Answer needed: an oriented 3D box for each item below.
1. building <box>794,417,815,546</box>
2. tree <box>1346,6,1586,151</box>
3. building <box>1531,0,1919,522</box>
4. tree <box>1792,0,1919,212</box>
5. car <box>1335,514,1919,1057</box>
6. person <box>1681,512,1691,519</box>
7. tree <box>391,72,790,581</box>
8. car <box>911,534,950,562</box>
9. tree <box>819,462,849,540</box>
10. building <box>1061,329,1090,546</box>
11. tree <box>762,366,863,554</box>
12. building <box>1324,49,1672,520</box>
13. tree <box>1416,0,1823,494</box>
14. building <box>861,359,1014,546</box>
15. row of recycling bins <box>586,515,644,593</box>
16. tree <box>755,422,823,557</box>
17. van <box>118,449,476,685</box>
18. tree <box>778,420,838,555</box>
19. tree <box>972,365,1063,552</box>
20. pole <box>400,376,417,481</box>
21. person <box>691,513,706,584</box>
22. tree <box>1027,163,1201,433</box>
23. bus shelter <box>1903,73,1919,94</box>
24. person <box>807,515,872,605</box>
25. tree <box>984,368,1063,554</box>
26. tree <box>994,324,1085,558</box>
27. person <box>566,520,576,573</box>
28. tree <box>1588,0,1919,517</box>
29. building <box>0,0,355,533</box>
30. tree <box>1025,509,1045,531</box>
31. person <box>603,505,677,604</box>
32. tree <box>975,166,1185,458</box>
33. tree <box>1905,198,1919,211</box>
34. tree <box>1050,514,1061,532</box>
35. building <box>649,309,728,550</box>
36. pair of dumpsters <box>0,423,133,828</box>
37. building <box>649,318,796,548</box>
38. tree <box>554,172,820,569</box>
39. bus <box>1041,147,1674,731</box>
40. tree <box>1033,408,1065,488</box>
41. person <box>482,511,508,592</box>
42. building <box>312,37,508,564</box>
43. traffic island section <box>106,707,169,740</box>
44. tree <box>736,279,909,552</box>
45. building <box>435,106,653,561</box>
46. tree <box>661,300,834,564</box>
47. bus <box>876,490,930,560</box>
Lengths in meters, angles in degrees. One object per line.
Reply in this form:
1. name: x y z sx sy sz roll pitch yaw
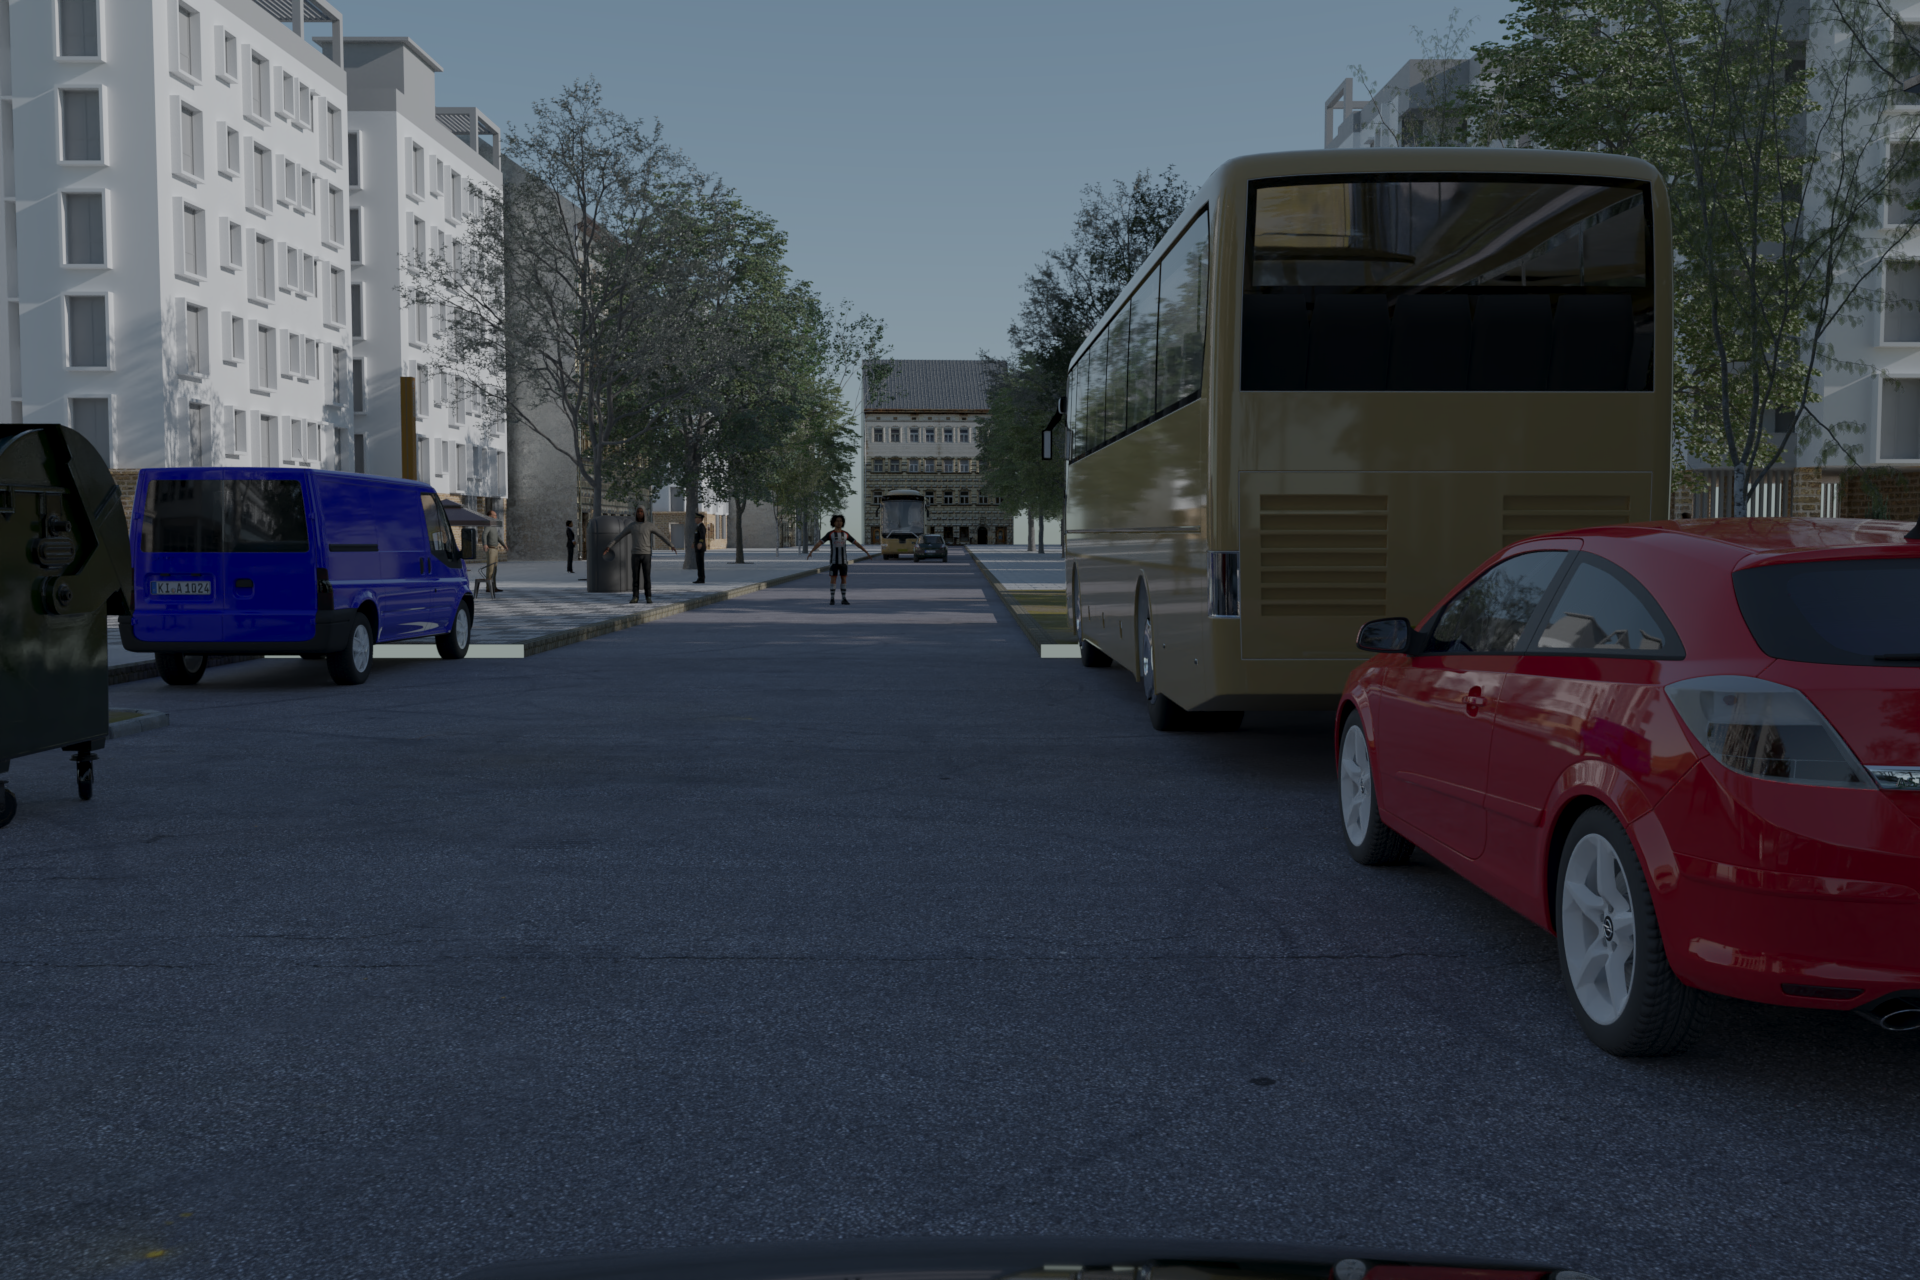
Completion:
1. building: -25.966 -21.976 190.229 19.493 23.208 18.063 0 4 0
2. tree: 7.315 -4.571 25.100 4.360 8.622 3.978 0 3 0
3. building: 23.710 -12.142 54.949 16.016 20.090 11.380 0 4 0
4. tree: 8.557 -3.756 11.781 4.360 8.622 3.978 0 3 0
5. car: 2.619 0.171 6.244 2.155 1.783 4.494 0 4 -1
6. person: 17.531 -2.186 41.922 1.347 1.806 0.705 -1 4 -19
7. tree: -10.026 -8.369 47.202 12.009 13.543 11.850 0 3 0
8. car: -1.497 -4.830 88.761 2.009 1.686 4.222 0 3 0
9. tree: -17.319 -17.297 217.212 7.601 10.594 8.767 0 4 -8
10. building: 24.724 -21.035 187.902 27.936 21.610 32.646 0 4 -1
11. tree: -10.066 -11.972 113.871 7.486 12.596 7.792 0 3 0
12. building: 20.630 -13.270 73.390 16.016 20.090 11.380 0 3 0
13. tree: 11.960 -6.983 32.301 7.486 12.596 7.792 0 3 0
14. building: -3.188 -23.457 216.912 18.063 23.208 19.493 0 4 -4
15. row of recycling bins: -7.730 -1.979 39.473 1.069 1.692 3.534 0 4 1
16. tree: -10.075 -8.965 96.935 4.737 8.622 4.395 0 3 0
17. van: -6.623 -0.840 18.111 2.240 2.365 5.245 0 3 0
18. tree: -9.904 -9.526 106.111 4.360 8.622 3.978 0 3 0
19. tree: 5.282 -13.455 126.636 9.857 13.997 8.962 0 3 0
20. pole: -7.159 -1.755 22.545 0.158 3.312 0.155 0 3 0
21. person: -6.768 -2.383 44.905 0.705 1.837 1.347 -1 4 -16
22. tree: 5.322 -6.744 44.681 8.767 10.594 7.601 2 4 33
23. bus shelter: 5.769 -0.902 6.034 1.731 3.624 6.357 0 4 0
24. person: -2.457 -1.619 35.069 1.345 1.843 0.704 -1 4 -17
25. tree: 5.059 -11.928 113.153 7.486 12.596 7.792 0 3 0
26. tree: 5.691 -10.677 92.693 7.486 12.596 7.792 0 3 0
27. person: -12.743 -3.074 56.976 0.721 1.740 1.216 -1 4 -18
28. tree: 8.653 -4.208 19.168 4.360 8.622 3.978 0 3 0
29. building: -26.990 -11.828 49.804 16.016 20.090 11.380 0 4 0
30. tree: 10.179 -16.037 212.563 4.360 8.622 3.978 0 3 0
31. person: -5.879 -1.577 31.917 1.348 1.813 0.705 0 4 -2
32. tree: 5.633 -9.077 58.776 12.009 13.543 11.850 0 3 0
33. tree: 16.421 -6.363 22.162 7.486 12.596 7.792 0 3 0
34. tree: 12.577 -16.370 218.013 4.737 8.622 4.395 0 3 0
35. building: -25.505 -17.392 140.785 16.016 20.090 11.380 0 4 -1
36. pair of dumpsters: -6.720 -0.232 8.750 4.436 2.255 1.574 0 4 0
37. building: -25.729 -20.413 164.682 19.493 23.208 18.063 0 4 -1
38. tree: -9.673 -9.547 62.752 9.857 13.997 8.962 0 3 0
39. bus: 2.540 -1.462 15.450 2.896 3.916 12.252 0 4 -1
40. tree: 5.207 -8.269 85.555 4.360 8.622 3.978 0 3 0
41. person: -10.308 -1.954 38.219 0.705 1.796 1.348 0 4 5
42. building: -26.024 -12.902 67.373 16.016 20.090 11.380 0 4 0
43. traffic island section: -6.916 0.635 12.491 1.991 0.108 1.994 0 4 -1
44. tree: -10.124 -16.608 127.433 12.611 20.169 13.585 0 3 0
45. building: -27.216 -15.892 90.761 19.493 23.208 18.063 0 4 1
46. tree: -9.460 -9.122 74.900 9.928 11.665 9.643 0 3 0
47. bus: -3.095 -6.614 99.693 2.896 3.916 12.252 0 4 0
